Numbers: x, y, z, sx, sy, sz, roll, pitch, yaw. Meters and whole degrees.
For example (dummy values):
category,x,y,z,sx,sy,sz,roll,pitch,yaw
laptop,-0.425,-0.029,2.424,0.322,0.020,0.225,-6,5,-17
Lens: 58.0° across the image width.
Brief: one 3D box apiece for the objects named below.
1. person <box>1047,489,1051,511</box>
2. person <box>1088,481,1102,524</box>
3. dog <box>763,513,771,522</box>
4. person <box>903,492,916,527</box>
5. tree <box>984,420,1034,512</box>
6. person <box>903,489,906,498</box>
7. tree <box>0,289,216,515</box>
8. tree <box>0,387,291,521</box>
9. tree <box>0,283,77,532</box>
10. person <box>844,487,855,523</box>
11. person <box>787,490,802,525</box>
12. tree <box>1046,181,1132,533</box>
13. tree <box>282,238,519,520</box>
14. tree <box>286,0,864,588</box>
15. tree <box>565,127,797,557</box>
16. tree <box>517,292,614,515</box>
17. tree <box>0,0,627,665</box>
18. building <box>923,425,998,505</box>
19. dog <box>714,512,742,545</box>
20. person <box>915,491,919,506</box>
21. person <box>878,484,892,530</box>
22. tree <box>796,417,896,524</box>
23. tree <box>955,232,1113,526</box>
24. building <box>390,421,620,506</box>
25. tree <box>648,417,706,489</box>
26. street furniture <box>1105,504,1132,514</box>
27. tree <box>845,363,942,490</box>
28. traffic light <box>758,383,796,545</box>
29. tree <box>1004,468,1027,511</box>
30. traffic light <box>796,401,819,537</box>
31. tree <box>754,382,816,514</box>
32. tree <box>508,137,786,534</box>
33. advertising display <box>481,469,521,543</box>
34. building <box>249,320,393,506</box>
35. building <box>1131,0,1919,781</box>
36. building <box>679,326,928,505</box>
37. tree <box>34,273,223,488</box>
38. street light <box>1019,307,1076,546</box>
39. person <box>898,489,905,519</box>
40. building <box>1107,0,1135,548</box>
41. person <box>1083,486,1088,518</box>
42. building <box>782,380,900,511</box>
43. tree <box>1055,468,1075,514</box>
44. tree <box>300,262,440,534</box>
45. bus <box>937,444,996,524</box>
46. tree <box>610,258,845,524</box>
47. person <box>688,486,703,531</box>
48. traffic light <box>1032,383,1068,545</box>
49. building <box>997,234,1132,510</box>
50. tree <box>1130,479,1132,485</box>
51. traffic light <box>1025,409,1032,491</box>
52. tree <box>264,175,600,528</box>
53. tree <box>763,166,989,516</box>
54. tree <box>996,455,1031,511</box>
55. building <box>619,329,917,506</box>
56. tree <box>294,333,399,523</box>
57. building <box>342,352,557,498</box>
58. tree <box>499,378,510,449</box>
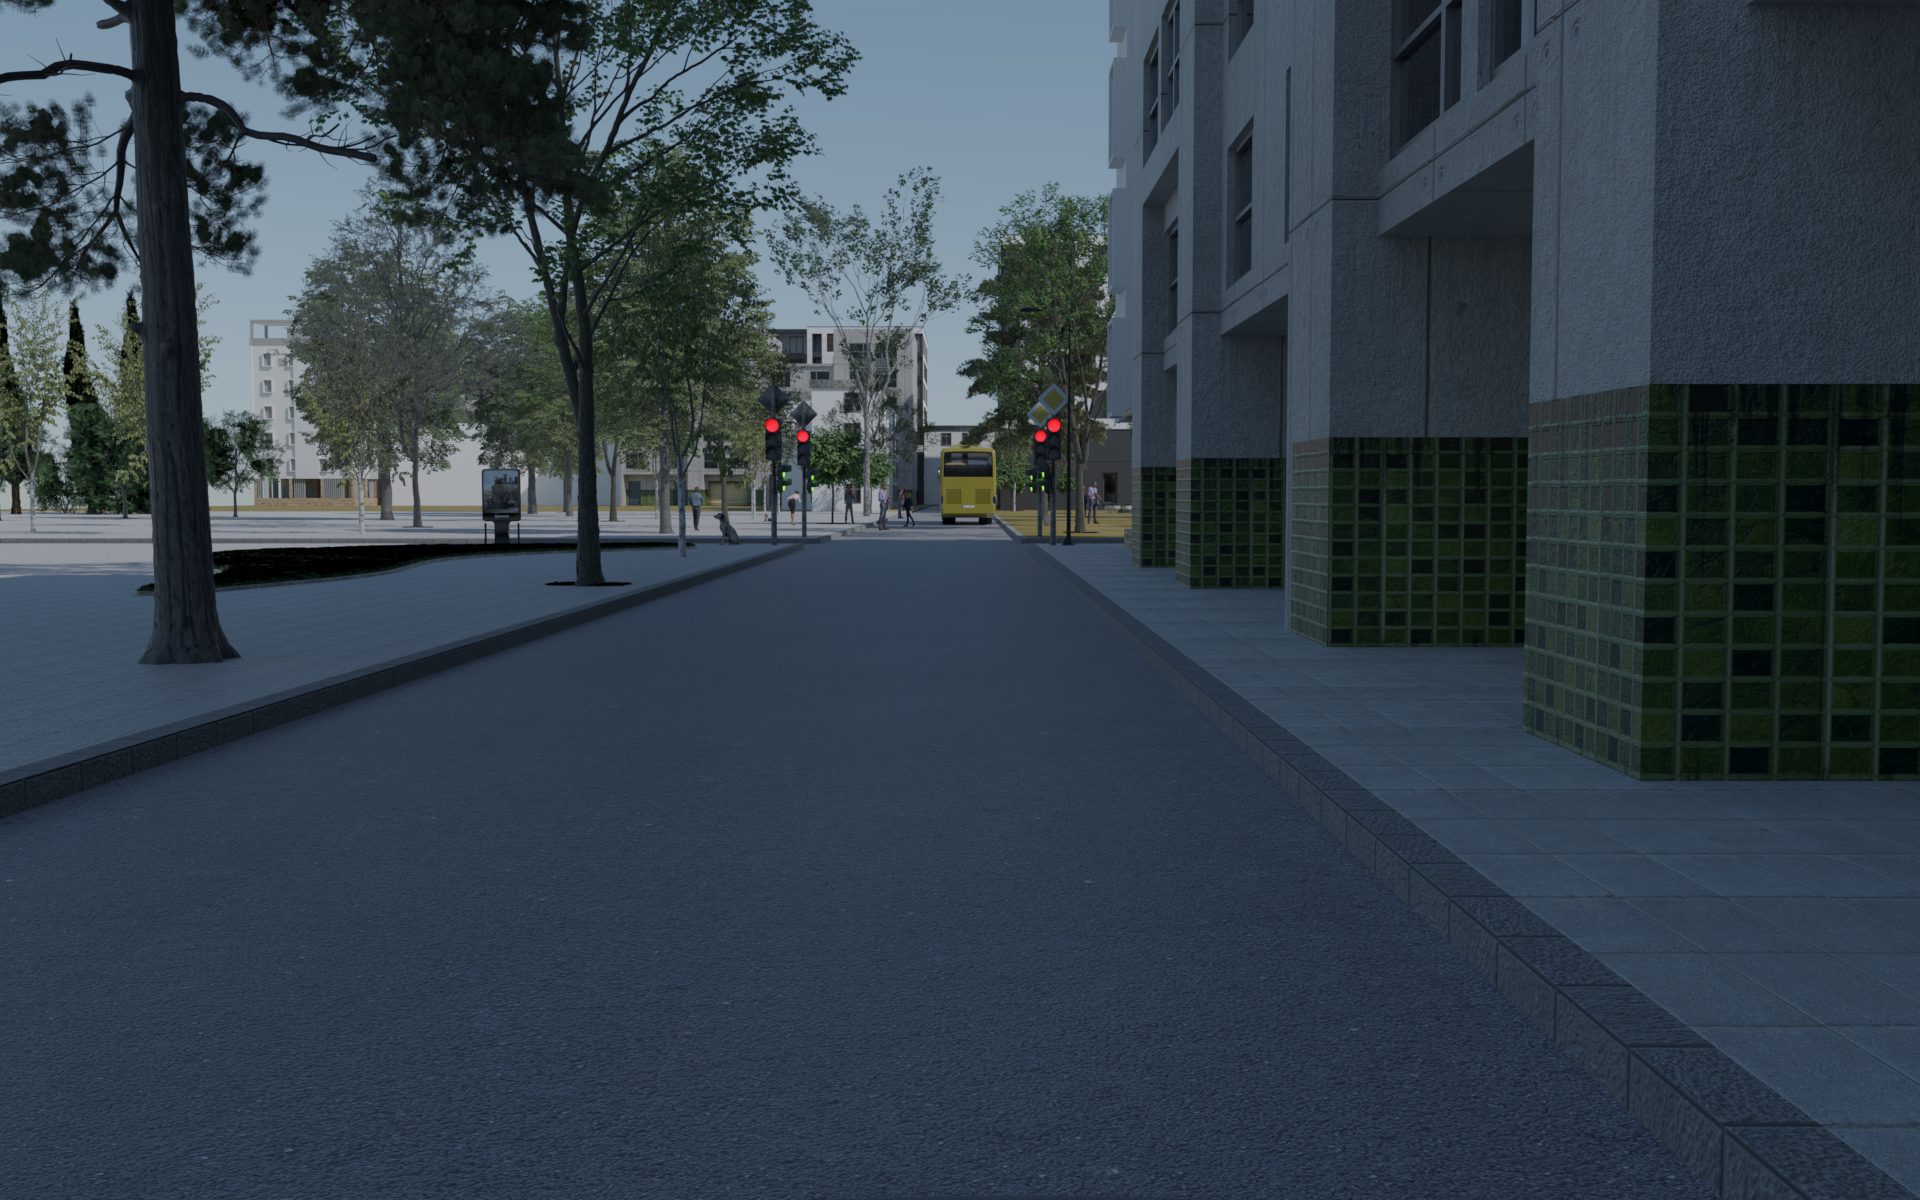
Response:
category,x,y,z,sx,sy,sz,roll,pitch,yaw
person,6.821,-7.619,131.438,0.721,1.723,1.217,2,4,33
person,5.785,-4.172,74.127,0.709,1.838,0.599,-3,5,-44
dog,-8.774,-3.799,79.850,0.748,0.427,0.550,-1,4,-18
person,-2.251,-4.007,76.552,0.480,1.512,0.613,3,4,38
tree,3.797,-10.546,122.790,4.737,8.622,4.395,0,3,0
person,-5.247,-9.830,167.556,0.721,1.735,1.217,0,4,-4
tree,-56.512,-12.961,113.728,13.155,14.587,18.604,-1,4,-20
tree,-43.047,-7.747,89.573,11.467,7.101,20.602,0,4,-2
tree,-31.562,-6.619,58.577,4.737,8.622,4.395,0,3,0
person,-4.838,-4.149,75.937,0.516,1.574,0.319,-1,4,-17
person,-6.783,-3.789,71.184,0.628,1.438,0.799,-1,4,-11
tree,3.992,-8.018,56.847,9.928,11.665,9.643,0,3,0
tree,-28.413,-10.919,85.175,9.857,13.997,8.962,0,3,0
tree,-5.368,-6.004,23.913,9.928,11.665,9.643,0,3,0
tree,-5.716,-5.169,34.883,4.737,8.622,4.395,0,3,0
tree,-26.817,-12.355,108.664,9.857,13.997,8.962,0,3,0
tree,-6.189,-6.441,12.740,7.806,13.903,7.818,0,3,0
building,9.600,-16.743,215.894,28.070,9.664,9.099,0,4,0
dog,-5.739,-1.790,43.641,0.800,0.831,0.513,2,4,23
person,-4.727,-11.249,191.432,0.415,1.643,0.593,-1,4,-9
person,-2.914,-3.672,68.409,0.599,1.838,0.709,1,4,17
tree,-5.507,-5.528,74.090,4.285,4.588,4.351,0,3,0
tree,3.314,-9.061,70.195,6.751,12.117,7.091,0,3,0
building,-50.707,-15.629,197.680,28.070,9.664,9.099,0,4,0
tree,-18.760,-10.031,114.361,4.360,8.622,3.978,0,3,0
street furniture,14.292,-5.952,112.942,10.072,0.657,5.734,3,5,39
tree,-5.489,-11.486,122.212,8.767,10.594,7.601,-1,4,-10
traffic light,-4.644,-3.309,43.351,0.839,4.213,0.868,0,4,0
tree,4.353,-8.248,129.457,1.663,3.219,1.824,0,3,0
traffic light,-4.606,-3.798,51.336,0.839,4.213,0.868,0,4,0
tree,-11.556,-9.895,112.140,4.360,8.622,3.978,0,3,0
tree,-9.418,-8.384,55.209,7.486,12.596,7.792,0,3,0
advertising display,-11.681,-2.380,44.128,0.974,1.923,0.123,0,4,2
building,-70.697,-20.646,193.987,11.380,20.091,16.016,0,4,0
building,11.454,-9.118,15.544,16.747,18.905,31.486,0,4,0
building,-20.715,-23.296,224.862,32.646,21.610,27.936,0,4,0
tree,-25.197,-6.354,54.253,4.737,8.622,4.395,0,3,0
street light,2.176,-4.320,43.166,1.470,5.913,1.316,0,4,0
person,-3.401,-5.620,101.215,0.431,1.722,0.655,0,4,8
building,11.351,-11.039,36.900,16.016,20.091,11.380,0,4,0
person,6.782,-5.366,94.458,0.600,1.739,0.565,1,4,9
building,-10.197,-12.188,141.414,9.099,9.664,28.070,0,4,0
tree,6.642,-7.184,112.065,1.663,3.219,1.824,0,3,0
tree,-19.050,-6.415,55.255,4.360,8.622,3.978,0,3,0
bus,0.320,-5.680,84.416,2.896,3.916,12.252,0,4,0
tree,-9.135,-7.989,65.030,7.601,10.594,8.767,1,4,9
person,-9.230,-3.197,60.531,0.499,1.552,0.429,3,5,40
traffic light,2.318,-3.308,43.335,0.839,4.213,0.868,0,4,0
building,17.190,-18.866,152.433,27.936,21.610,32.646,0,4,0
tree,12.919,-7.932,124.290,1.663,3.219,1.824,0,3,0
traffic light,2.355,-3.797,51.320,0.839,4.213,0.868,0,4,0
tree,-20.872,-9.503,65.748,12.009,13.543,11.850,0,3,0
tree,-3.927,-14.861,98.873,12.611,20.169,13.585,0,3,0
tree,4.063,-9.132,133.015,4.285,4.588,4.351,0,3,0
building,-20.799,-20.039,194.092,31.486,18.905,16.747,0,4,0
tree,-26.721,-7.699,76.235,4.737,8.622,4.395,0,3,0
building,-64.598,-21.552,218.837,31.486,18.905,16.747,0,4,0
tree,-22.347,-10.991,97.835,7.486,12.596,7.792,0,3,0
